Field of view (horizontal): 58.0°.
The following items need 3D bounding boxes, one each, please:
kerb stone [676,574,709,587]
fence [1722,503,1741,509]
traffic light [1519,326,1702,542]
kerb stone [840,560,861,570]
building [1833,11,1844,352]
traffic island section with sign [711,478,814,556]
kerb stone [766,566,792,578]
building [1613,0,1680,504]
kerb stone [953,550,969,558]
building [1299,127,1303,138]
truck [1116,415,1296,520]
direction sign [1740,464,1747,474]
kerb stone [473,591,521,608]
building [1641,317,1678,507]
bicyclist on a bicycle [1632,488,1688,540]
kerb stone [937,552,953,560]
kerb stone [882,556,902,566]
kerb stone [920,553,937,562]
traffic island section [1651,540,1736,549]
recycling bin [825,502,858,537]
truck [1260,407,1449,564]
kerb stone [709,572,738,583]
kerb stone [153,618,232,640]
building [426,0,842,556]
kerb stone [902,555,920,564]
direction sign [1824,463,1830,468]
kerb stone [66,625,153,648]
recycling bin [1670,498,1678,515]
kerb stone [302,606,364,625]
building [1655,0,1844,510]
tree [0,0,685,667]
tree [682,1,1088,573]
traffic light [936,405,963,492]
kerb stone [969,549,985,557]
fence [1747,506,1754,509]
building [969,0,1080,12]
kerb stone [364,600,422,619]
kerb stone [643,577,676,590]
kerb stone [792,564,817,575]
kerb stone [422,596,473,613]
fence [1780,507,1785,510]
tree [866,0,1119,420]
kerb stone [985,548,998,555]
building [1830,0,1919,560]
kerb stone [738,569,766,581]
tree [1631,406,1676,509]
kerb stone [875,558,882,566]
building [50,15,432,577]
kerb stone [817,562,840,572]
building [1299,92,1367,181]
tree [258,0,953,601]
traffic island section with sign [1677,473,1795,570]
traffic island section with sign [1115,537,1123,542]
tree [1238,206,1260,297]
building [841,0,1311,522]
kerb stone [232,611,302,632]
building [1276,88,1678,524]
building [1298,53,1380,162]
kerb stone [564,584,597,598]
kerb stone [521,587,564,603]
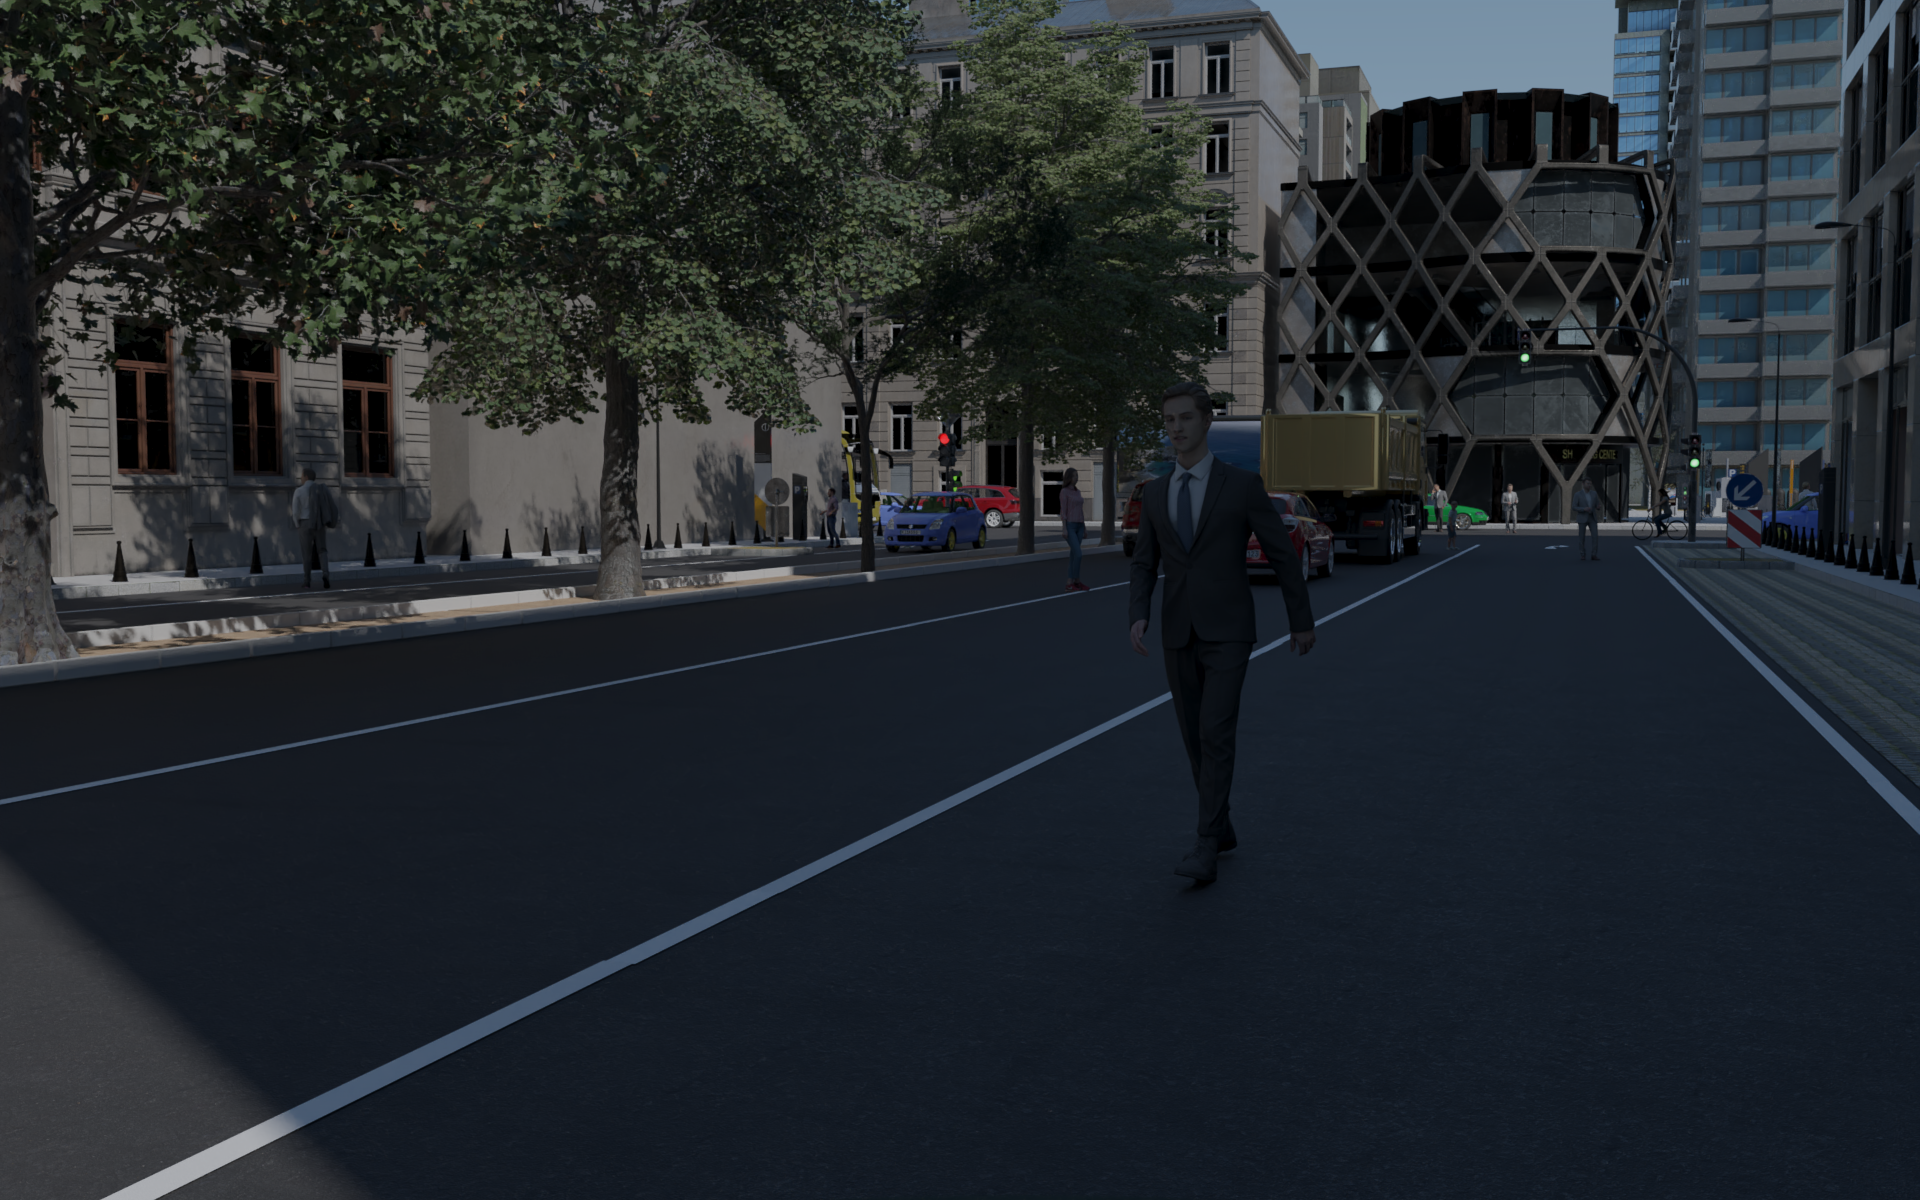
[{"bbox_3d":[-4.245,-0.293,26.993,0.120,0.150,1.000,1,4,20],"label":"kerb stone"},{"bbox_3d":[50.326,-6.006,113.566,2.069,0.683,0.278,0,4,-2],"label":"fence"},{"bbox_3d":[17.601,-4.419,46.912,4.771,5.953,1.251,1,4,20],"label":"traffic light"},{"bbox_3d":[-2.157,-0.645,32.806,0.120,0.150,1.000,1,4,20],"label":"kerb stone"},{"bbox_3d":[52.151,-17.810,68.680,29.804,29.767,11.434,1,4,20],"label":"building"},{"bbox_3d":[-4.568,-1.983,41.052,1.989,1.847,2.006,1,4,20],"label":"traffic island section with sign"},{"bbox_3d":[-3.207,-0.467,29.896,0.120,0.150,1.000,1,4,20],"label":"kerb stone"},{"bbox_3d":[97.466,-55.876,226.246,31.000,86.520,22.319,1,4,20],"label":"building"},{"bbox_3d":[-0.076,-1.002,38.614,0.120,0.150,1.000,1,4,20],"label":"kerb stone"},{"bbox_3d":[16.953,-28.530,158.353,32.217,40.220,23.993,1,4,20],"label":"building"},{"bbox_3d":[11.364,-4.486,62.268,11.283,4.237,2.839,1,4,18],"label":"truck"},{"bbox_3d":[58.607,-8.392,129.205,0.876,3.537,0.379,2,4,24],"label":"direction sign"},{"bbox_3d":[-5.995,0.002,22.155,0.120,0.150,1.000,1,4,20],"label":"kerb stone"},{"bbox_3d":[84.594,-20.216,175.565,27.650,21.520,28.899,1,4,20],"label":"building"},{"bbox_3d":[21.639,-2.662,53.541,1.625,1.676,1.499,1,4,21],"label":"bicyclist on a bicycle"},{"bbox_3d":[-0.427,-0.945,37.641,0.120,0.150,1.000,1,4,20],"label":"kerb stone"},{"bbox_3d":[-1.463,-0.768,34.745,0.120,0.150,1.000,1,4,20],"label":"kerb stone"},{"bbox_3d":[-0.775,-0.882,36.677,0.120,0.150,1.000,1,4,20],"label":"kerb stone"},{"bbox_3d":[19.633,-1.478,46.443,2.009,0.180,2.903,1,4,20],"label":"traffic island section"},{"bbox_3d":[-3.538,-2.397,51.744,0.722,1.027,0.722,3,4,39],"label":"recycling bin"},{"bbox_3d":[8.922,-2.640,39.083,3.469,3.379,9.791,1,4,20],"label":"truck"},{"bbox_3d":[-3.903,-0.353,27.967,0.120,0.150,1.000,1,4,20],"label":"kerb stone"},{"bbox_3d":[-7.727,0.298,17.322,0.120,0.150,1.000,1,4,20],"label":"kerb stone"},{"bbox_3d":[-22.934,-15.015,50.014,34.151,26.468,19.350,1,4,20],"label":"building"},{"bbox_3d":[-1.111,-0.825,35.708,0.120,0.150,1.000,1,4,20],"label":"kerb stone"},{"bbox_3d":[62.861,-8.175,125.661,0.379,3.537,0.876,-1,4,-17],"label":"direction sign"},{"bbox_3d":[-8.083,0.359,16.361,0.120,0.150,1.000,1,4,20],"label":"kerb stone"},{"bbox_3d":[44.303,-5.833,107.919,0.722,1.027,0.722,2,4,24],"label":"recycling bin"},{"bbox_3d":[-7.035,0.180,19.259,0.120,0.150,1.000,1,4,20],"label":"kerb stone"},{"bbox_3d":[72.535,-32.291,147.573,23.786,49.044,30.456,1,4,20],"label":"building"},{"bbox_3d":[-7.544,-5.766,13.741,9.611,12.733,9.660,0,3,0],"label":"tree"},{"bbox_3d":[-1.528,-5.784,31.442,8.767,10.594,7.601,1,4,20],"label":"tree"},{"bbox_3d":[-0.369,-3.949,53.483,0.839,4.253,0.868,1,4,20],"label":"traffic light"},{"bbox_3d":[0.285,-1.064,39.586,0.120,0.150,1.000,1,4,20],"label":"kerb stone"},{"bbox_3d":[40.408,-4.736,88.642,0.480,1.192,2.264,1,4,10],"label":"fence"},{"bbox_3d":[10.844,-54.469,203.246,31.000,86.520,22.319,1,4,20],"label":"building"},{"bbox_3d":[-6.680,0.126,20.222,0.120,0.150,1.000,1,4,20],"label":"kerb stone"},{"bbox_3d":[-4.604,-0.230,26.022,0.120,0.150,1.000,1,4,20],"label":"kerb stone"},{"bbox_3d":[-2.859,-0.531,30.869,0.120,0.150,1.000,1,4,20],"label":"kerb stone"},{"bbox_3d":[-6.345,0.062,21.191,0.120,0.150,1.000,1,4,20],"label":"kerb stone"},{"bbox_3d":[37.829,-3.921,79.478,0.278,0.683,2.069,0,4,-5],"label":"fence"},{"bbox_3d":[1.500,-7.206,38.402,7.486,12.596,7.792,0,3,0],"label":"tree"},{"bbox_3d":[0.622,-1.123,40.555,0.120,0.150,1.000,1,4,20],"label":"kerb stone"},{"bbox_3d":[25.655,-13.462,24.624,19.350,26.468,34.151,1,4,20],"label":"building"},{"bbox_3d":[-3.554,-0.404,28.931,0.120,0.150,1.000,1,4,20],"label":"kerb stone"},{"bbox_3d":[53.223,-11.212,133.680,4.360,8.622,3.978,0,3,0],"label":"tree"},{"bbox_3d":[-1.813,-0.705,33.779,0.120,0.150,1.000,1,4,20],"label":"kerb stone"},{"bbox_3d":[-18.789,-11.674,27.032,11.583,22.565,21.152,1,4,20],"label":"building"},{"bbox_3d":[-2.512,-0.586,31.835,0.120,0.150,1.000,1,4,20],"label":"kerb stone"},{"bbox_3d":[32.643,-29.989,173.921,14.154,41.232,14.086,1,4,20],"label":"building"},{"bbox_3d":[-4.586,-6.970,23.071,9.857,13.997,8.962,0,3,0],"label":"tree"},{"bbox_3d":[15.061,-1.532,33.679,1.989,1.847,2.006,1,4,20],"label":"traffic island section with sign"},{"bbox_3d":[5.767,-2.663,51.671,2.006,1.907,1.989,1,4,20],"label":"traffic island section with sign"},{"bbox_3d":[3.947,-7.660,45.823,7.486,12.596,7.792,0,3,0],"label":"tree"},{"bbox_3d":[3.792,-17.680,86.330,25.104,27.353,12.463,1,4,20],"label":"building"},{"bbox_3d":[-7.380,0.239,18.293,0.120,0.150,1.000,1,4,20],"label":"kerb stone"},{"bbox_3d":[24.382,-13.074,81.206,16.811,18.784,16.820,1,4,20],"label":"building"},{"bbox_3d":[35.978,-35.039,196.592,21.600,48.544,21.300,1,4,20],"label":"building"},{"bbox_3d":[-5.299,-0.113,24.092,0.120,0.150,1.000,1,4,20],"label":"kerb stone"},{"bbox_3d":[-5.647,-0.057,23.123,0.120,0.150,1.000,1,4,20],"label":"kerb stone"}]
